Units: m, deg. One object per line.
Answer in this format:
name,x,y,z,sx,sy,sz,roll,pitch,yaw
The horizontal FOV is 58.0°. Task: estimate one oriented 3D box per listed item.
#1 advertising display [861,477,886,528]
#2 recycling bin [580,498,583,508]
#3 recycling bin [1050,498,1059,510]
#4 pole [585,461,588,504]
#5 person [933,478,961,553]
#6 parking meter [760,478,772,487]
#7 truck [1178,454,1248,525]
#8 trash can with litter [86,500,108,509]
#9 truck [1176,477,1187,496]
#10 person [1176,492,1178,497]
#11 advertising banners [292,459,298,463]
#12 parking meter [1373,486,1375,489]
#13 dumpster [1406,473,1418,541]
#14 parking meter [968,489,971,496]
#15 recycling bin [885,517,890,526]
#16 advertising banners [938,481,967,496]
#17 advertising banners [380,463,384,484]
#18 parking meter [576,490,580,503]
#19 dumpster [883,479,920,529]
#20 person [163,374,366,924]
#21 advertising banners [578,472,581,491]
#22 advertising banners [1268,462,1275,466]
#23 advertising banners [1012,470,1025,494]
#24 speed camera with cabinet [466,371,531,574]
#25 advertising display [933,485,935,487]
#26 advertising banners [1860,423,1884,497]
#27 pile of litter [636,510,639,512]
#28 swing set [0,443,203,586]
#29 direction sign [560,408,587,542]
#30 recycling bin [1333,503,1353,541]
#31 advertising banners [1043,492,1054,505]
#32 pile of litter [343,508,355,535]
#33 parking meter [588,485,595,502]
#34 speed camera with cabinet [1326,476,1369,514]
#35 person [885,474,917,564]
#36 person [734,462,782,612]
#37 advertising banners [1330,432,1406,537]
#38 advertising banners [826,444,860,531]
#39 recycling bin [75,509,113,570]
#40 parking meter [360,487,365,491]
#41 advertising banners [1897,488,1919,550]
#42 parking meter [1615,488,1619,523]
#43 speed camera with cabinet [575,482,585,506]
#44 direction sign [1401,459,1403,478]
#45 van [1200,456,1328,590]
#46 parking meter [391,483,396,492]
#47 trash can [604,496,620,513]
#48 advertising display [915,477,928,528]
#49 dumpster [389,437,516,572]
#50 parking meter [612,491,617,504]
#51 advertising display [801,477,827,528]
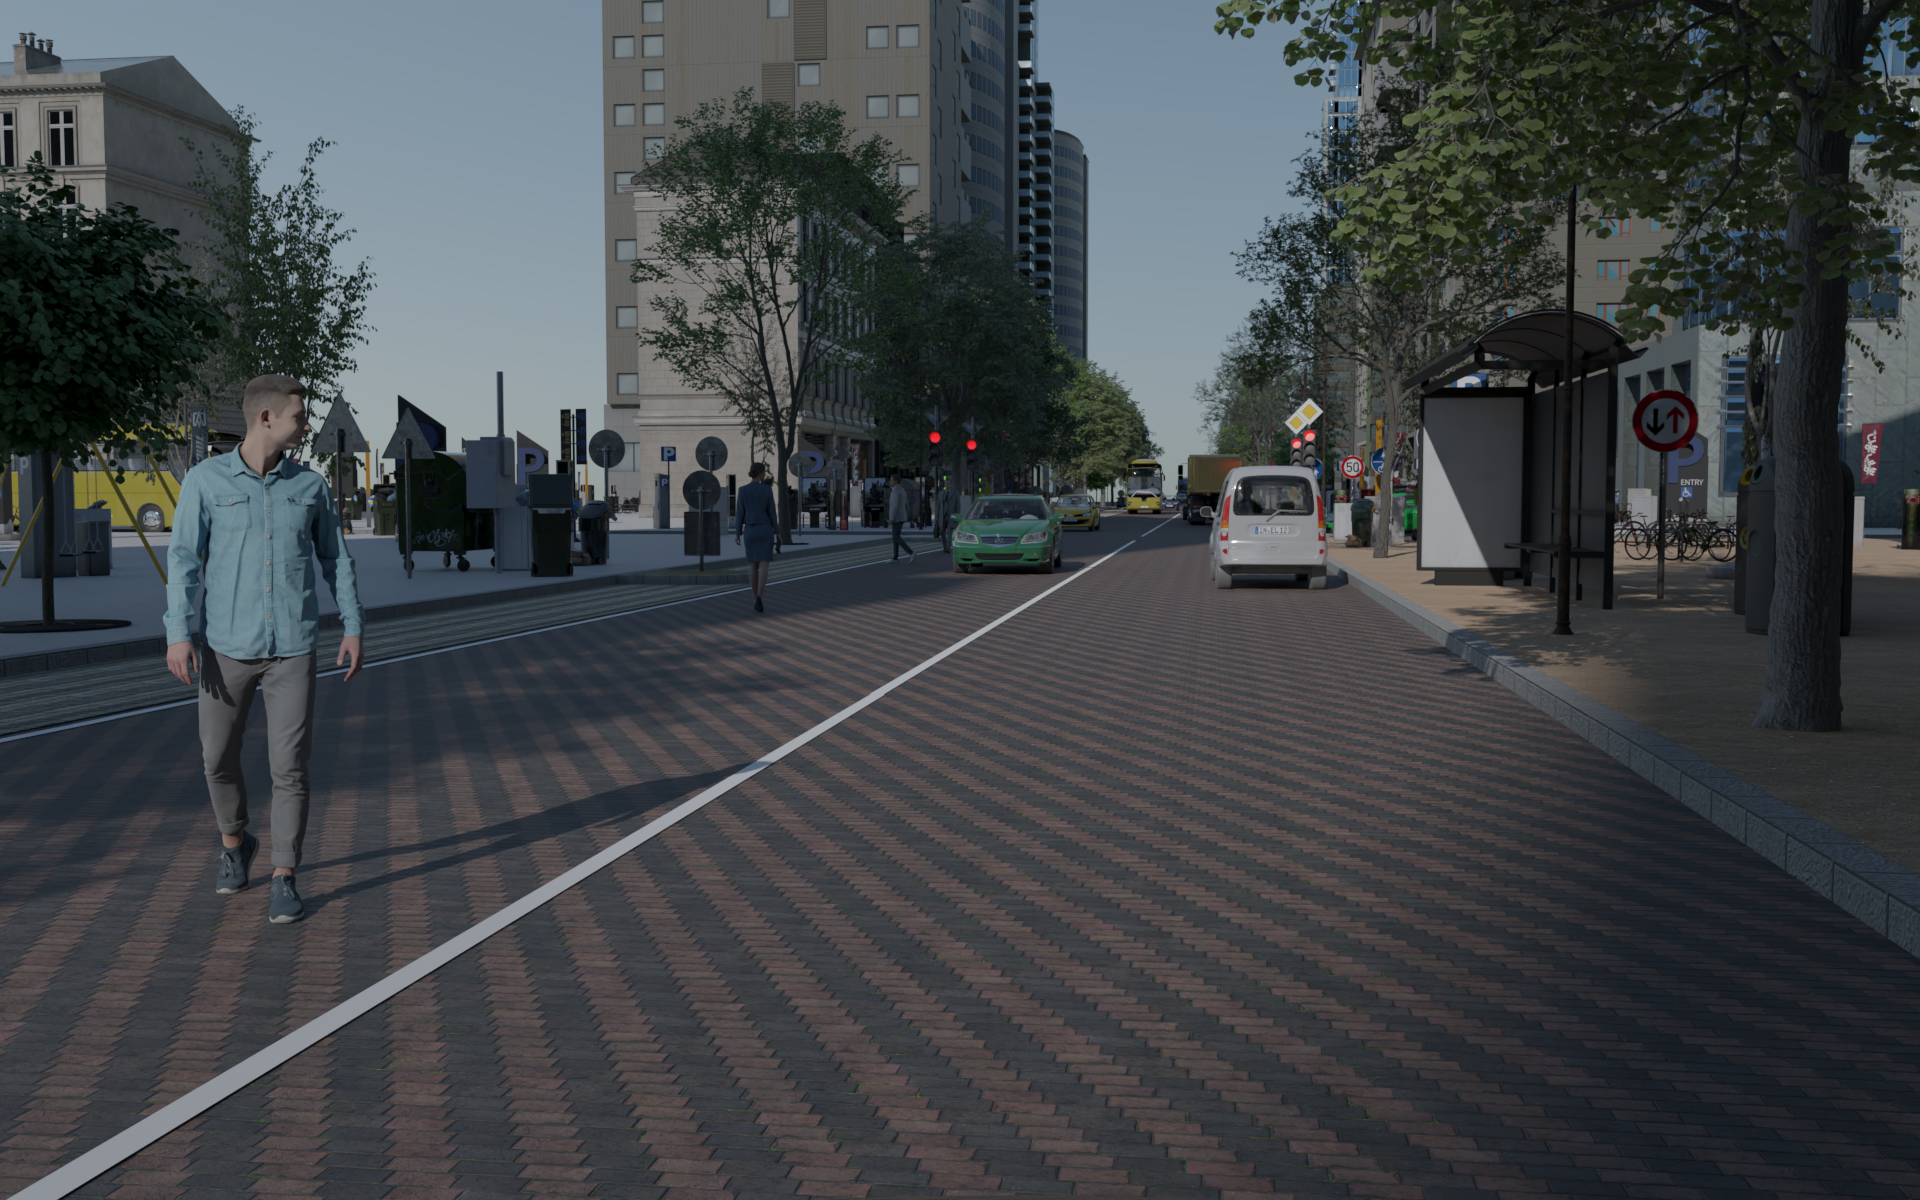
advertising display,-3.232,-3.695,65.621,0.974,1.923,0.123,-2,4,-33
recycling bin,-27.540,-6.835,124.304,0.722,1.027,0.722,-2,4,-34
recycling bin,6.537,-6.298,115.534,0.722,1.027,0.722,3,5,41
pole,-22.703,-6.817,105.293,0.158,3.312,0.155,0,3,0
person,-0.332,-2.058,42.255,0.694,1.812,0.767,1,4,16
parking meter,-7.132,-3.546,63.695,0.255,1.863,0.399,3,5,44
truck,12.277,-5.346,83.335,3.469,3.379,9.791,0,4,6
trash can with litter,-17.386,-1.400,34.273,1.055,1.170,0.624,0,4,-6
truck,36.298,-17.712,279.343,2.967,4.110,18.799,0,4,7
person,33.855,-15.927,269.614,1.217,1.736,0.721,-1,4,-17
advertising banners,-33.172,-5.429,84.954,2.074,3.025,0.090,2,4,27
parking meter,28.730,-6.990,119.996,0.255,1.863,0.399,1,4,12
dumpster,12.808,-2.685,46.387,1.502,2.255,1.985,1,4,8
parking meter,0.633,-6.246,107.828,0.255,1.863,0.399,0,4,3
recycling bin,-3.345,-3.529,70.259,0.722,1.027,0.722,3,4,39
advertising banners,-0.577,-6.331,99.707,2.074,3.025,0.090,-1,4,-16
advertising banners,-31.714,-6.115,96.165,0.090,3.025,2.074,-3,5,-44
parking meter,-22.995,-5.836,103.832,0.372,1.533,0.369,0,3,0
dumpster,-2.179,-3.629,65.086,1.264,1.857,1.865,0,4,8
person,-2.408,0.142,6.045,0.638,1.841,0.748,-1,4,-18
advertising banners,-29.821,-8.454,134.414,0.090,3.025,2.074,1,4,10
advertising banners,17.750,-6.024,94.674,2.074,3.025,0.090,-1,4,-18
advertising banners,3.498,-6.271,98.725,2.074,3.025,0.090,-2,4,-24
speed camera with cabinet,-7.467,-2.103,28.714,0.660,3.252,2.038,1,4,11
advertising display,-1.628,-7.341,125.237,0.123,1.923,0.974,2,4,34
advertising banners,22.006,-2.883,43.327,0.090,3.025,2.074,-3,4,-36
pile of litter,-22.421,-6.651,122.710,1.176,0.858,1.719,-1,4,-23
swing set,-11.670,-1.547,22.917,2.862,2.851,3.119,-1,4,-13
direction sign,-10.268,-3.308,46.080,0.876,3.537,0.379,2,4,29
recycling bin,10.640,-2.141,47.555,0.722,1.027,0.722,1,4,10
advertising banners,5.954,-7.717,122.354,0.090,3.025,2.074,3,5,42
pile of litter,-19.813,-2.512,55.044,1.176,0.858,1.719,0,4,-8
parking meter,-22.946,-6.244,107.799,0.255,1.863,0.399,1,4,19
speed camera with cabinet,19.418,-5.654,86.778,2.038,3.252,0.660,0,4,4
person,-1.202,-1.669,35.634,0.795,1.843,0.661,1,4,21
person,-2.496,-0.776,21.211,0.581,1.822,0.654,1,4,11
advertising banners,11.592,-3.245,49.247,2.074,3.025,0.090,1,4,10
advertising banners,-4.107,-3.968,61.069,0.090,3.025,2.074,-3,4,-38
recycling bin,-14.989,-1.054,29.792,0.722,1.027,0.722,-2,4,-26
parking meter,-47.398,-8.058,137.457,0.399,1.863,0.255,3,4,38
advertising banners,22.334,-2.628,39.152,0.090,3.025,2.074,-3,5,-39
parking meter,28.870,-4.158,76.391,0.372,1.533,0.369,0,3,0
speed camera with cabinet,-28.306,-8.169,127.901,0.660,3.252,2.038,-3,5,-40
direction sign,27.174,-7.013,106.651,0.379,3.537,0.876,0,4,6
van,4.828,-1.246,27.381,2.013,2.044,4.112,0,4,7
parking meter,-29.472,-5.150,89.906,0.255,1.863,0.399,1,4,9
trash can,-20.655,-5.523,101.962,0.748,1.137,0.748,0,3,0
advertising display,-1.493,-3.763,66.731,0.123,1.923,0.974,-2,4,-24
dumpster,-8.577,-1.642,29.347,1.502,2.255,1.985,1,4,8
parking meter,-26.276,-7.538,131.652,0.372,1.533,0.369,0,3,0
advertising display,-5.505,-3.689,65.522,0.974,1.923,0.123,0,4,-6
